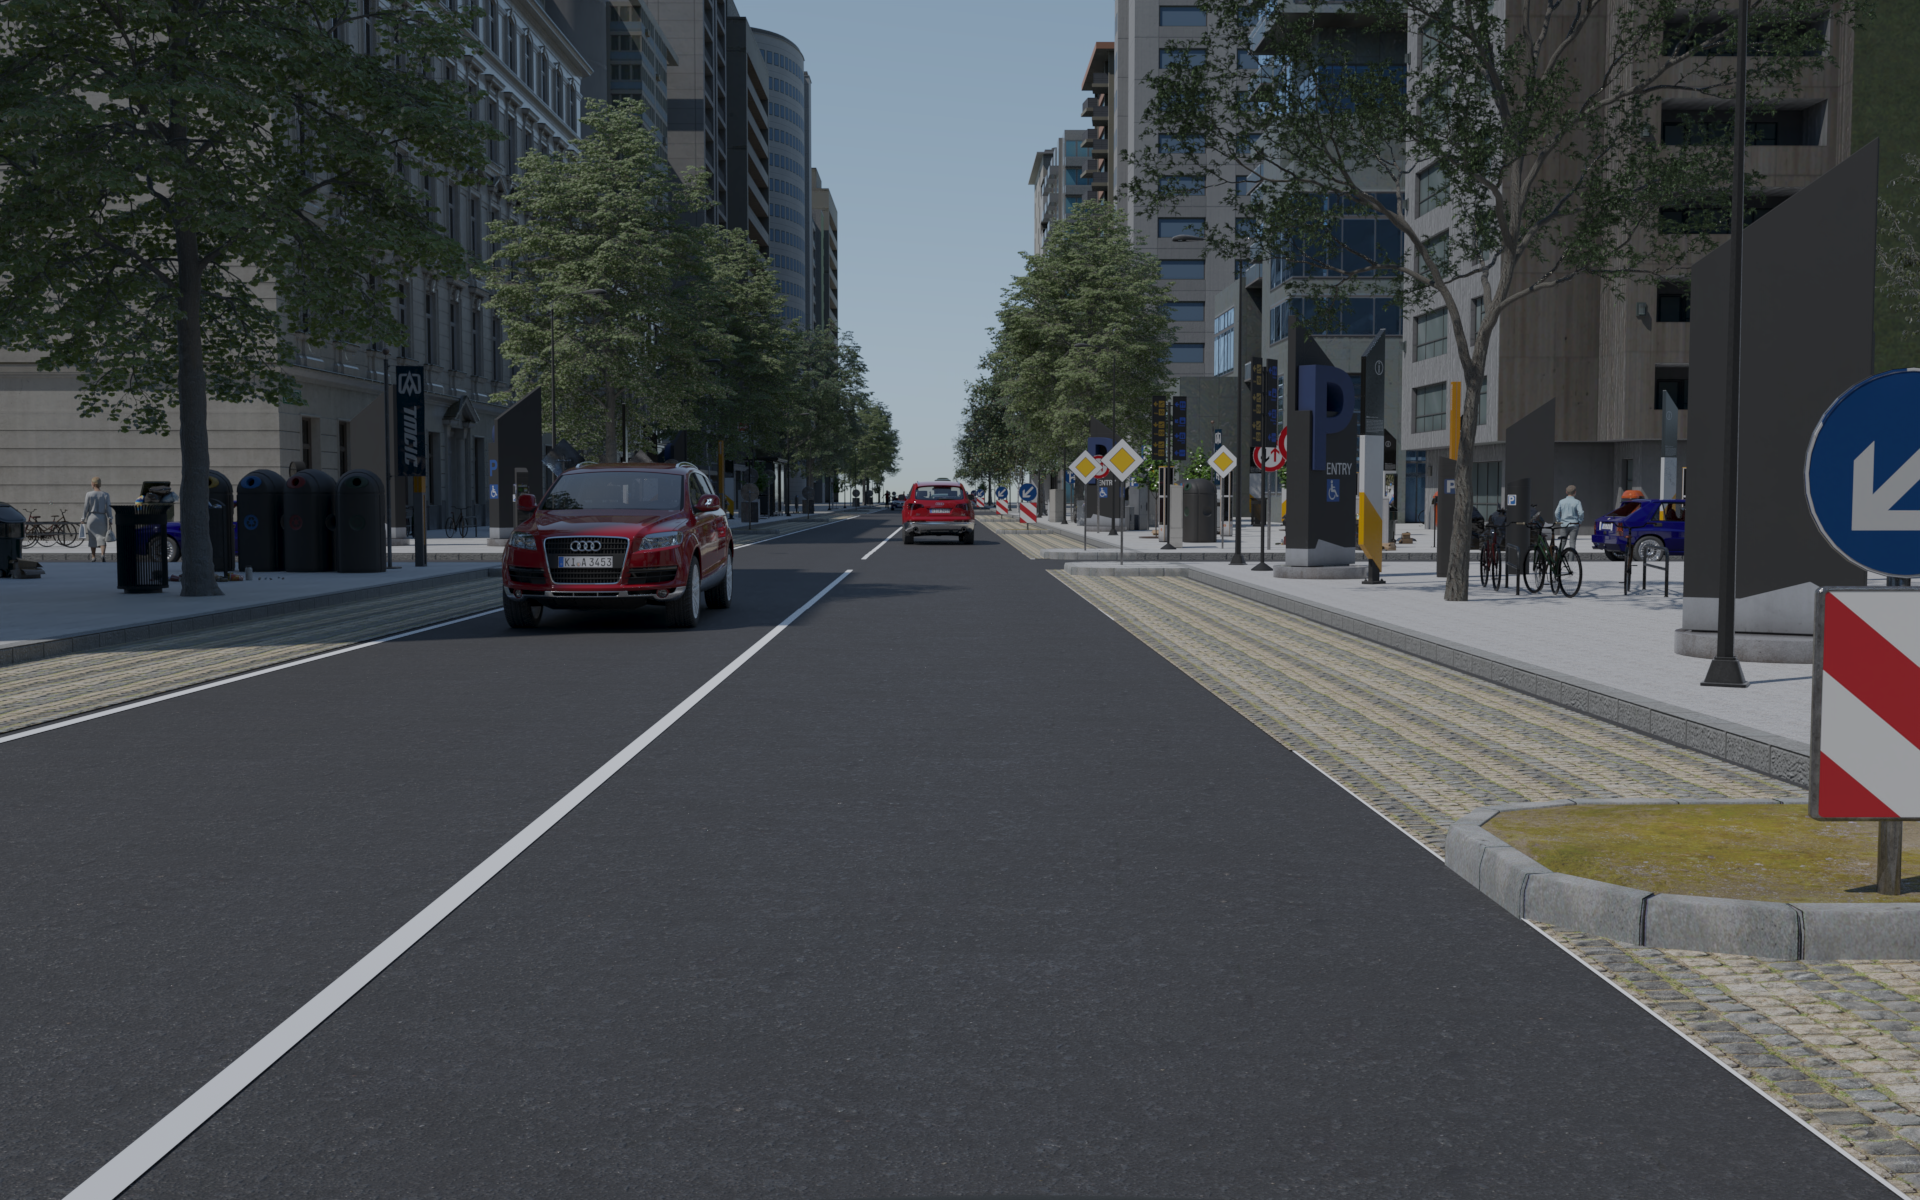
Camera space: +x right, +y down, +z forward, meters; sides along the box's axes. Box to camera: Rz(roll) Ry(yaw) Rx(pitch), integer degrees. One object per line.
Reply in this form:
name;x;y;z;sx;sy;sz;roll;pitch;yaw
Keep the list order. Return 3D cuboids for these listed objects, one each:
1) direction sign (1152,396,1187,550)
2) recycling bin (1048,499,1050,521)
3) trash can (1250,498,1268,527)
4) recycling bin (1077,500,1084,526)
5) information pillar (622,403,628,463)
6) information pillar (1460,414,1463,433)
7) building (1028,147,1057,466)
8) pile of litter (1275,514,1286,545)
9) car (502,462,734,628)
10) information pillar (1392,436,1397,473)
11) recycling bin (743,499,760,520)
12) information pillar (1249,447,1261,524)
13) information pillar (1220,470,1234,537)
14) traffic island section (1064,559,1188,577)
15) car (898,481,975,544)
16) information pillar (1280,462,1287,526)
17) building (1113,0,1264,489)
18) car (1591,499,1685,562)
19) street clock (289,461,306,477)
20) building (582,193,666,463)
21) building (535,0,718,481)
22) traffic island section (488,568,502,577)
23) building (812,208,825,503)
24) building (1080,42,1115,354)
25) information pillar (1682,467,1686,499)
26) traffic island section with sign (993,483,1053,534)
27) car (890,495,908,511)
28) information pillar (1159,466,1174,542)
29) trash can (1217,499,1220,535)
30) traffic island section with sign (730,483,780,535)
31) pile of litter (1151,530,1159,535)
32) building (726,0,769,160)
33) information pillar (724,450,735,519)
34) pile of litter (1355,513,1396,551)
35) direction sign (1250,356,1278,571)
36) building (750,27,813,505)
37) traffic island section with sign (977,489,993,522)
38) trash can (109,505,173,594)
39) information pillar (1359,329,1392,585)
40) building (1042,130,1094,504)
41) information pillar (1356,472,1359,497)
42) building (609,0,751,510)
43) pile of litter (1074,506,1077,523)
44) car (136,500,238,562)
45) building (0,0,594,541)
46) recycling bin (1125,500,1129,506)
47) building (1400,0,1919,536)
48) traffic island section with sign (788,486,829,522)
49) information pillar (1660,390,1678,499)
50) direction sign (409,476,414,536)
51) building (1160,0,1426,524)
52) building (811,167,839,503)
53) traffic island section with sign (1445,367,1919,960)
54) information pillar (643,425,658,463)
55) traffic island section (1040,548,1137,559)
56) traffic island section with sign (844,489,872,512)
direction sign;4.826;-2.937;40.016;0.876;3.537;0.379;-1;4;-20
recycling bin;4.601;-4.249;82.028;0.722;1.027;0.722;1;4;21
trash can;11.704;-3.436;67.825;0.748;1.137;0.748;0;3;0
recycling bin;5.164;-3.505;69.865;0.722;1.027;0.722;2;4;25
information pillar;-8.706;-3.284;45.056;0.183;3.616;0.504;0;4;-5
information pillar;14.697;-3.655;51.107;0.183;3.616;0.504;-1;4;-19
building;25.147;-40.982;259.285;28.713;52.752;27.495;0;4;-1
pile of litter;8.545;-1.805;43.473;1.176;0.858;1.719;0;4;-4
car;-3.865;-0.707;20.237;2.281;1.827;5.304;0;4;-1
information pillar;15.267;-4.298;61.622;0.504;3.616;0.183;-1;4;-16
recycling bin;-10.476;-4.548;86.906;0.722;1.027;0.722;-1;4;-21
information pillar;11.944;-4.804;69.895;0.504;3.616;0.183;1;4;12
information pillar;8.038;-2.918;52.194;0.304;2.012;0.304;2;4;29
traffic island section;2.943;-0.552;31.314;2.009;0.180;2.903;0;4;-1
car;-0.674;-2.576;50.787;2.281;1.827;5.304;0;4;-3
information pillar;13.141;-4.780;69.511;0.504;3.616;0.183;3;4;38
building;22.870;-36.488;138.577;21.231;58.520;28.212;0;4;-1
car;15.130;-1.404;35.539;3.894;1.354;1.945;0;4;0
street clock;-14.638;-2.064;38.324;0.358;2.002;0.471;-3;5;-41
building;-23.298;-14.393;99.956;10.561;19.102;19.286;0;4;-1
building;-34.423;-26.552;126.011;32.217;40.220;23.993;0;4;-1
traffic island section;-7.148;-0.546;31.215;2.009;0.180;2.903;0;4;-1
building;-26.428;-34.139;241.759;14.154;41.232;14.086;0;4;-1
building;23.140;-31.385;167.770;22.147;44.769;28.867;0;4;-1
information pillar;19.998;-2.628;47.452;0.304;2.012;0.304;-3;4;-37
traffic island section with sign;2.295;-3.276;62.195;1.989;1.847;2.006;0;4;-1
car;-5.186;-8.519;151.859;1.945;1.354;3.894;0;4;-1
information pillar;5.487;-2.542;46.054;0.304;2.012;0.304;-1;4;-23
trash can;8.238;-2.639;54.798;0.748;1.137;0.748;0;3;0
traffic island section with sign;-7.470;-3.249;61.742;1.989;1.847;2.006;0;4;-1
pile of litter;6.507;-2.425;53.618;1.176;0.858;1.719;0;4;6
building;-30.391;-33.442;170.480;21.300;48.544;21.600;0;4;-1
information pillar;-11.708;-5.904;87.891;0.504;3.616;0.183;0;4;-3
pile of litter;9.435;-1.579;39.780;1.176;0.858;1.719;0;4;8
direction sign;5.065;-2.258;28.919;0.379;3.537;0.876;3;4;38
building;-30.230;-41.393;218.767;21.231;58.520;28.212;0;4;-1
traffic island section with sign;2.024;-4.925;89.148;1.989;1.847;2.006;0;4;-1
trash can;-10.612;-0.662;22.472;0.748;1.137;0.748;0;3;0
information pillar;5.840;-2.029;24.532;0.504;3.616;0.183;-3;5;-43
building;22.367;-37.286;229.238;23.786;49.044;30.456;0;4;-1
information pillar;13.204;-3.288;58.247;0.304;2.012;0.304;-1;4;-9
building;-28.533;-43.412;148.041;20.563;71.187;20.611;0;4;-1
pile of litter;5.522;-3.788;75.897;1.176;0.858;1.719;2;4;25
car;-14.793;-1.402;35.501;3.894;1.354;1.945;0;4;-1
building;-26.701;-17.828;67.901;17.030;29.872;44.131;0;4;-1
recycling bin;6.906;-3.481;69.468;0.722;1.027;0.722;-2;4;-25
building;23.051;-17.374;55.774;14.107;30.474;14.160;0;4;-1
traffic island section with sign;-7.744;-4.911;88.917;1.989;1.847;2.006;0;4;-1
information pillar;16.092;-2.935;39.347;0.504;3.616;0.183;-2;4;-34
direction sign;-16.855;-3.760;53.467;0.876;3.537;0.379;2;4;33
building;23.236;-47.405;87.742;22.319;86.520;31.000;0;4;-1
building;-29.548;-38.891;259.572;21.300;48.544;21.600;0;4;-1
traffic island section with sign;2.873;0.147;6.232;1.989;1.847;2.006;0;4;-1
information pillar;-10.219;-4.021;57.100;0.504;3.616;0.183;-1;4;-14
traffic island section;2.861;-1.041;39.299;2.009;0.180;2.903;0;4;-1
traffic island section with sign;-8.254;-7.958;138.740;1.989;1.847;2.006;0;4;-1
